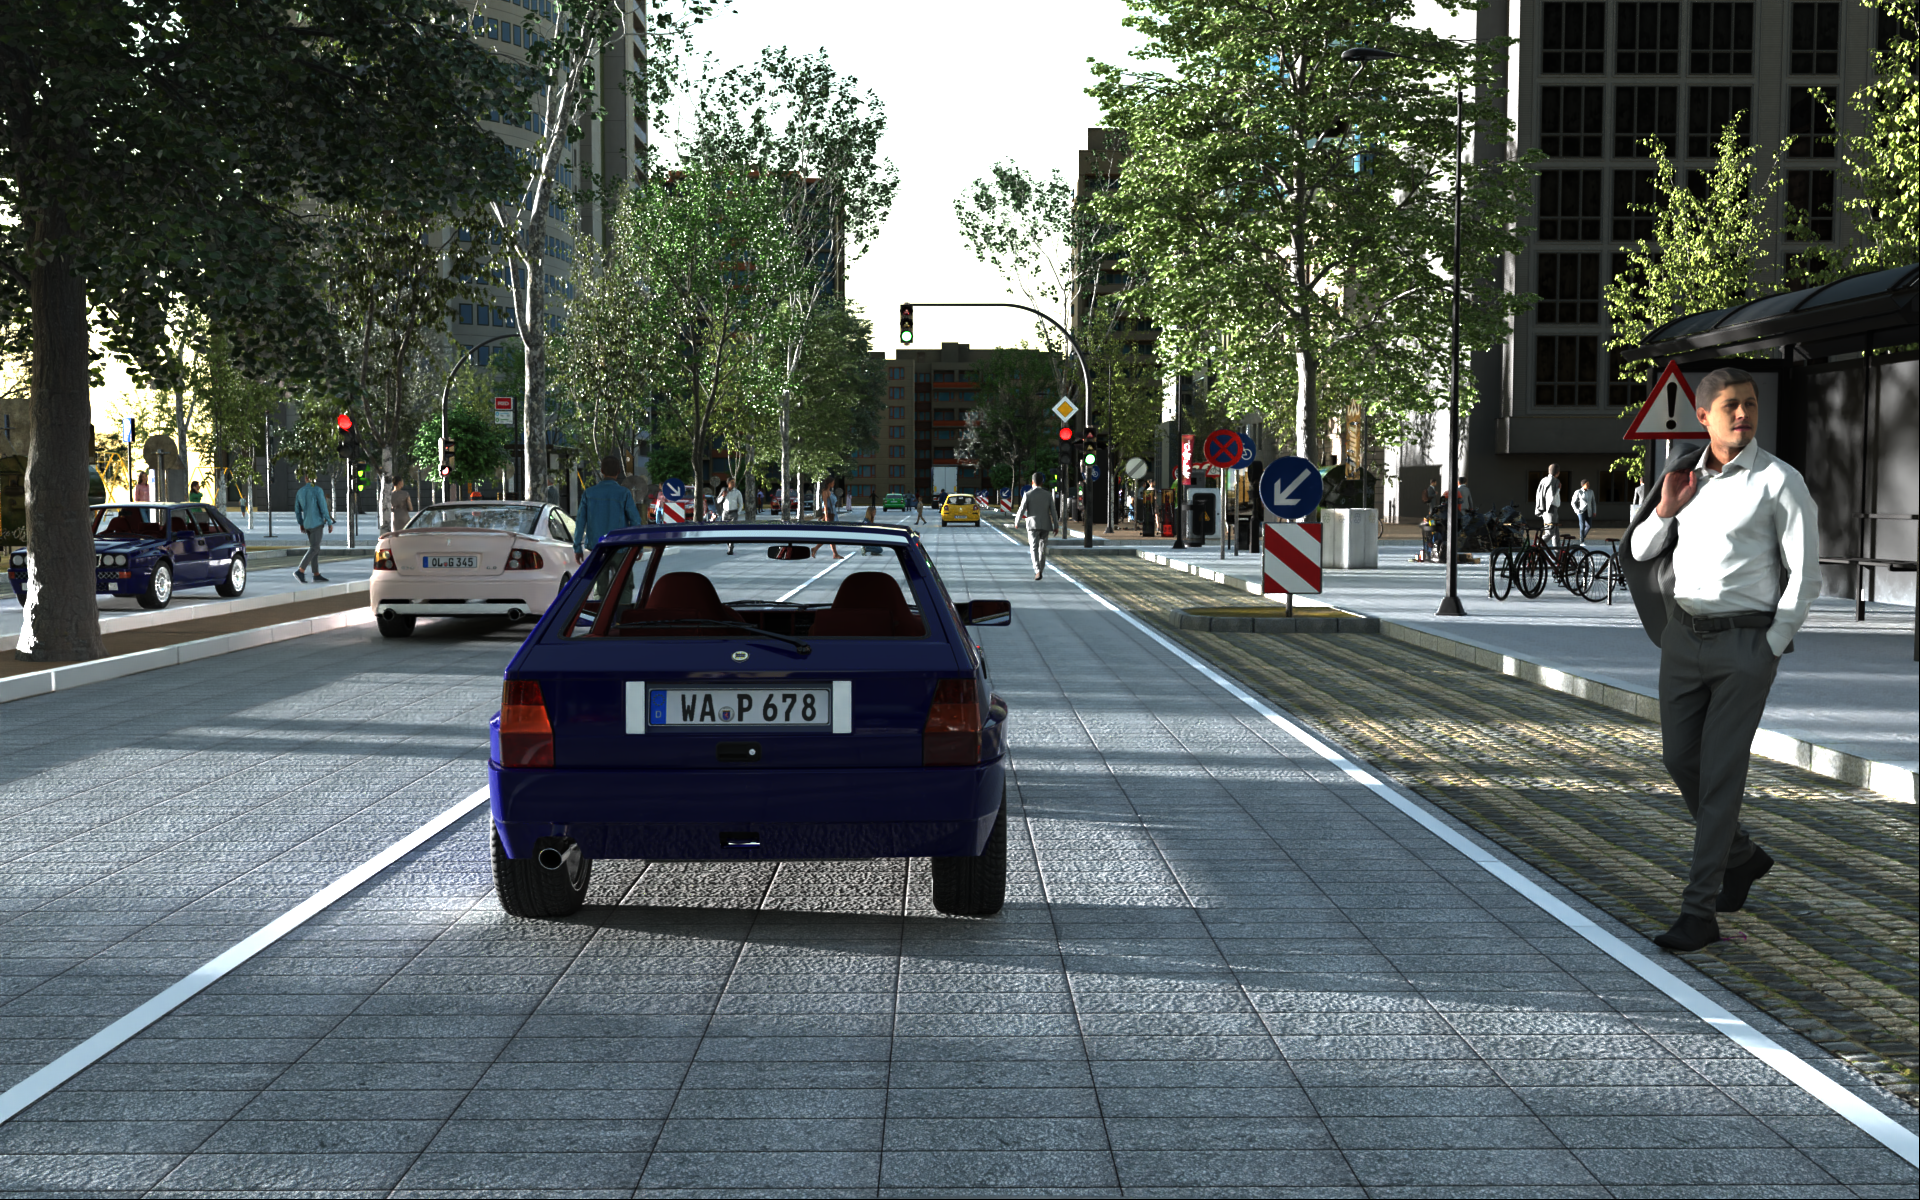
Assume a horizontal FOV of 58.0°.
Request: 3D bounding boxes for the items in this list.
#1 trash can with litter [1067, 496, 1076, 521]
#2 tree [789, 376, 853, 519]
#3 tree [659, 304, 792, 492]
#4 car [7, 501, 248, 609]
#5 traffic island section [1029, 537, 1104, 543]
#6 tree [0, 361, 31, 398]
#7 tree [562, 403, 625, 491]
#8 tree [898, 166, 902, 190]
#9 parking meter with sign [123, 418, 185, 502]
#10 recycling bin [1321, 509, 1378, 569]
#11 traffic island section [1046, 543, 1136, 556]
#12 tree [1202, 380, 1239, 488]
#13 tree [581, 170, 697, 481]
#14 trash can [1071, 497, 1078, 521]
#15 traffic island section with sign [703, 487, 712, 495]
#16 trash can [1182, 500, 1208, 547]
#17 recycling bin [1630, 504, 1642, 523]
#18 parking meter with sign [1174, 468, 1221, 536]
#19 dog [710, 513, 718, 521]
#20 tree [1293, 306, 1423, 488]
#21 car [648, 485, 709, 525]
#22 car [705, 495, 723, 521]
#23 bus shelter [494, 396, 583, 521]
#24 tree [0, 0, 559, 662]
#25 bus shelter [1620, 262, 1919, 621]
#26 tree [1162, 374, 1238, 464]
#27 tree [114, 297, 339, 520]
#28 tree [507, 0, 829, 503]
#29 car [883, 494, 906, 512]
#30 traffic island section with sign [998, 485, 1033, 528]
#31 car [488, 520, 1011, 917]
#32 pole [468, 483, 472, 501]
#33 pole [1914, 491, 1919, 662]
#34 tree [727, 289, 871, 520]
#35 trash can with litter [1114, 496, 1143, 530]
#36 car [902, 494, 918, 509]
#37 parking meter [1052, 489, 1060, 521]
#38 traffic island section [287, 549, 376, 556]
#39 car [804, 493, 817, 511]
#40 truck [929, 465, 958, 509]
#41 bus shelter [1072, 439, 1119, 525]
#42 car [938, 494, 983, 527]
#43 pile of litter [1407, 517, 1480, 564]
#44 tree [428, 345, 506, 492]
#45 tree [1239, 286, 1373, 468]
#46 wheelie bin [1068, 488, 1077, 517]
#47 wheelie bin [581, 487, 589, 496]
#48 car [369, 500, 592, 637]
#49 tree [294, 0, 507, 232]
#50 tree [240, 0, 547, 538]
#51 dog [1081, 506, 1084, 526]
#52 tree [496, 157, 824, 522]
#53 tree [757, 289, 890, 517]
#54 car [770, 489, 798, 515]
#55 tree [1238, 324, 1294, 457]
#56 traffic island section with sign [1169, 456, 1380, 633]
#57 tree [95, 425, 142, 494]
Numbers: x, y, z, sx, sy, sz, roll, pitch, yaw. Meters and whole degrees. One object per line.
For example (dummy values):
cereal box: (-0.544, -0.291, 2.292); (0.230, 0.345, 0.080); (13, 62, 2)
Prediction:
trash can with litter: (5.753, -4.444, 83.724); (2.233, 1.210, 1.678); (1, 4, 21)
tree: (-8.445, -9.023, 100.351); (4.360, 8.622, 3.978); (0, 3, 0)
tree: (-7.875, -6.596, 60.668); (4.737, 8.622, 4.395); (0, 3, 0)
car: (-10.873, -0.628, 22.844); (1.945, 1.354, 3.894); (0, 4, -2)
traffic island section: (3.013, -1.666, 49.515); (2.009, 0.180, 2.903); (0, 4, -1)
tree: (-43.824, -7.823, 78.265); (4.737, 8.622, 4.395); (0, 3, 0)
tree: (-24.764, -10.263, 118.164); (4.737, 8.622, 4.395); (0, 3, 0)
tree: (-9.487, -13.704, 82.414); (12.611, 20.169, 13.585); (0, 3, 0)
parking meter with sign: (-18.426, -2.693, 40.284); (1.738, 3.016, 0.543); (-3, 5, -44)
recycling bin: (6.726, -1.063, 29.937); (0.722, 1.027, 0.722); (-2, 4, -33)
traffic island section: (3.089, -1.177, 41.531); (2.009, 0.180, 2.903); (0, 4, -1)
tree: (15.746, -9.626, 107.746); (4.737, 8.622, 4.395); (0, 3, 0)
tree: (-8.061, -5.292, 39.350); (4.360, 8.622, 3.978); (0, 3, 0)
trash can: (5.566, -4.262, 81.334); (0.748, 1.137, 0.748); (0, 3, 0)
traffic island section with sign: (-14.798, -5.664, 101.228); (1.989, 1.847, 2.006); (0, 4, -1)
trash can: (5.643, -1.857, 42.021); (0.748, 1.137, 0.748); (0, 3, 0)
recycling bin: (16.575, -1.782, 41.691); (0.722, 1.027, 0.722); (2, 4, 31)
parking meter with sign: (7.195, -3.485, 53.247); (1.738, 3.016, 0.543); (1, 4, 9)
dog: (-7.886, -2.376, 55.688); (0.513, 0.831, 0.800); (1, 4, 17)
tree: (15.582, -7.154, 67.331); (4.360, 8.622, 3.978); (0, 3, 0)
car: (-11.480, -3.795, 70.720); (2.281, 1.827, 5.304); (0, 4, -2)
car: (-11.671, -4.021, 77.753); (2.014, 1.417, 4.499); (0, 4, -1)
bus shelter: (-18.081, -5.892, 73.968); (2.179, 5.291, 8.768); (0, 4, -1)
tree: (-7.815, -6.458, 14.695); (9.857, 13.997, 8.962); (0, 3, 0)
bus shelter: (8.395, -1.389, 16.638); (2.014, 3.302, 5.546); (0, 4, 0)
tree: (14.536, -9.320, 102.749); (4.360, 8.622, 3.978); (0, 3, 0)
tree: (-23.679, -6.464, 56.052); (4.737, 8.622, 4.395); (0, 3, 0)
tree: (-9.552, -12.888, 69.058); (12.611, 20.169, 13.585); (0, 3, 0)
car: (-5.355, -8.115, 141.468); (1.959, 1.807, 4.718); (0, 4, -1)
traffic island section with sign: (2.779, -4.018, 74.322); (1.989, 1.847, 2.006); (0, 4, -1)
car: (-0.732, 0.327, 7.231); (1.945, 1.354, 3.894); (0, 4, -1)
pole: (-21.942, -5.119, 77.535); (0.158, 3.312, 0.155); (0, 3, 0)
pole: (7.429, -1.182, 13.162); (0.158, 3.312, 0.155); (0, 3, 0)
tree: (-8.768, -10.620, 94.216); (7.486, 12.596, 7.792); (0, 3, 0)
trash can with litter: (6.120, -3.133, 62.283); (2.233, 1.210, 1.678); (-2, 4, -28)
car: (-4.896, -9.326, 164.481); (2.014, 1.417, 4.499); (0, 4, -1)
parking meter: (4.546, -4.488, 81.785); (0.372, 1.533, 0.369); (0, 3, 0)
traffic island section: (-14.552, -1.167, 41.367); (2.009, 0.180, 2.903); (0, 4, -1)
car: (-11.703, -7.589, 133.868); (2.009, 1.686, 4.222); (0, 4, -2)
truck: (-1.585, -11.075, 169.995); (2.839, 4.237, 11.283); (0, 4, -2)
bus shelter: (5.856, -5.149, 75.475); (1.731, 3.624, 6.357); (0, 4, 0)
car: (0.040, -4.093, 77.145); (2.015, 1.641, 3.980); (0, 4, 0)
pile of litter: (9.071, -1.134, 32.500); (1.176, 0.858, 1.719); (0, 4, -4)
tree: (-23.837, -8.233, 84.967); (4.737, 8.622, 4.395); (0, 3, 0)
tree: (12.275, -6.736, 60.500); (4.737, 8.622, 4.395); (0, 3, 0)
wheelie bin: (6.128, -5.356, 95.478); (0.980, 1.594, 0.693); (-1, 4, -16)
wheelie bin: (-16.812, -4.357, 79.141); (0.980, 1.594, 0.693); (0, 4, 5)
car: (-4.937, -0.390, 18.745); (2.083, 1.381, 4.827); (0, 4, -2)
tree: (-8.594, -10.525, 30.423); (12.611, 20.169, 13.585); (0, 3, 0)
tree: (-7.323, -4.235, 22.057); (4.360, 8.622, 3.978); (0, 3, 0)
dog: (5.107, -3.385, 69.718); (0.513, 0.831, 0.800); (-1, 4, -11)
tree: (-7.941, -7.615, 52.720); (9.928, 11.665, 9.643); (0, 3, 0)
tree: (-8.751, -12.164, 107.996); (9.857, 13.997, 8.962); (0, 3, 0)
car: (-11.933, -6.783, 119.574); (2.281, 1.827, 5.304); (0, 4, -2)
tree: (14.289, -7.469, 72.476); (4.360, 8.622, 3.978); (0, 3, 0)
traffic island section with sign: (3.312, -0.614, 18.669); (1.989, 1.847, 2.006); (0, 4, -1)
tree: (-66.554, -9.394, 116.501); (20.602, 7.101, 11.467); (-2, 4, -29)
